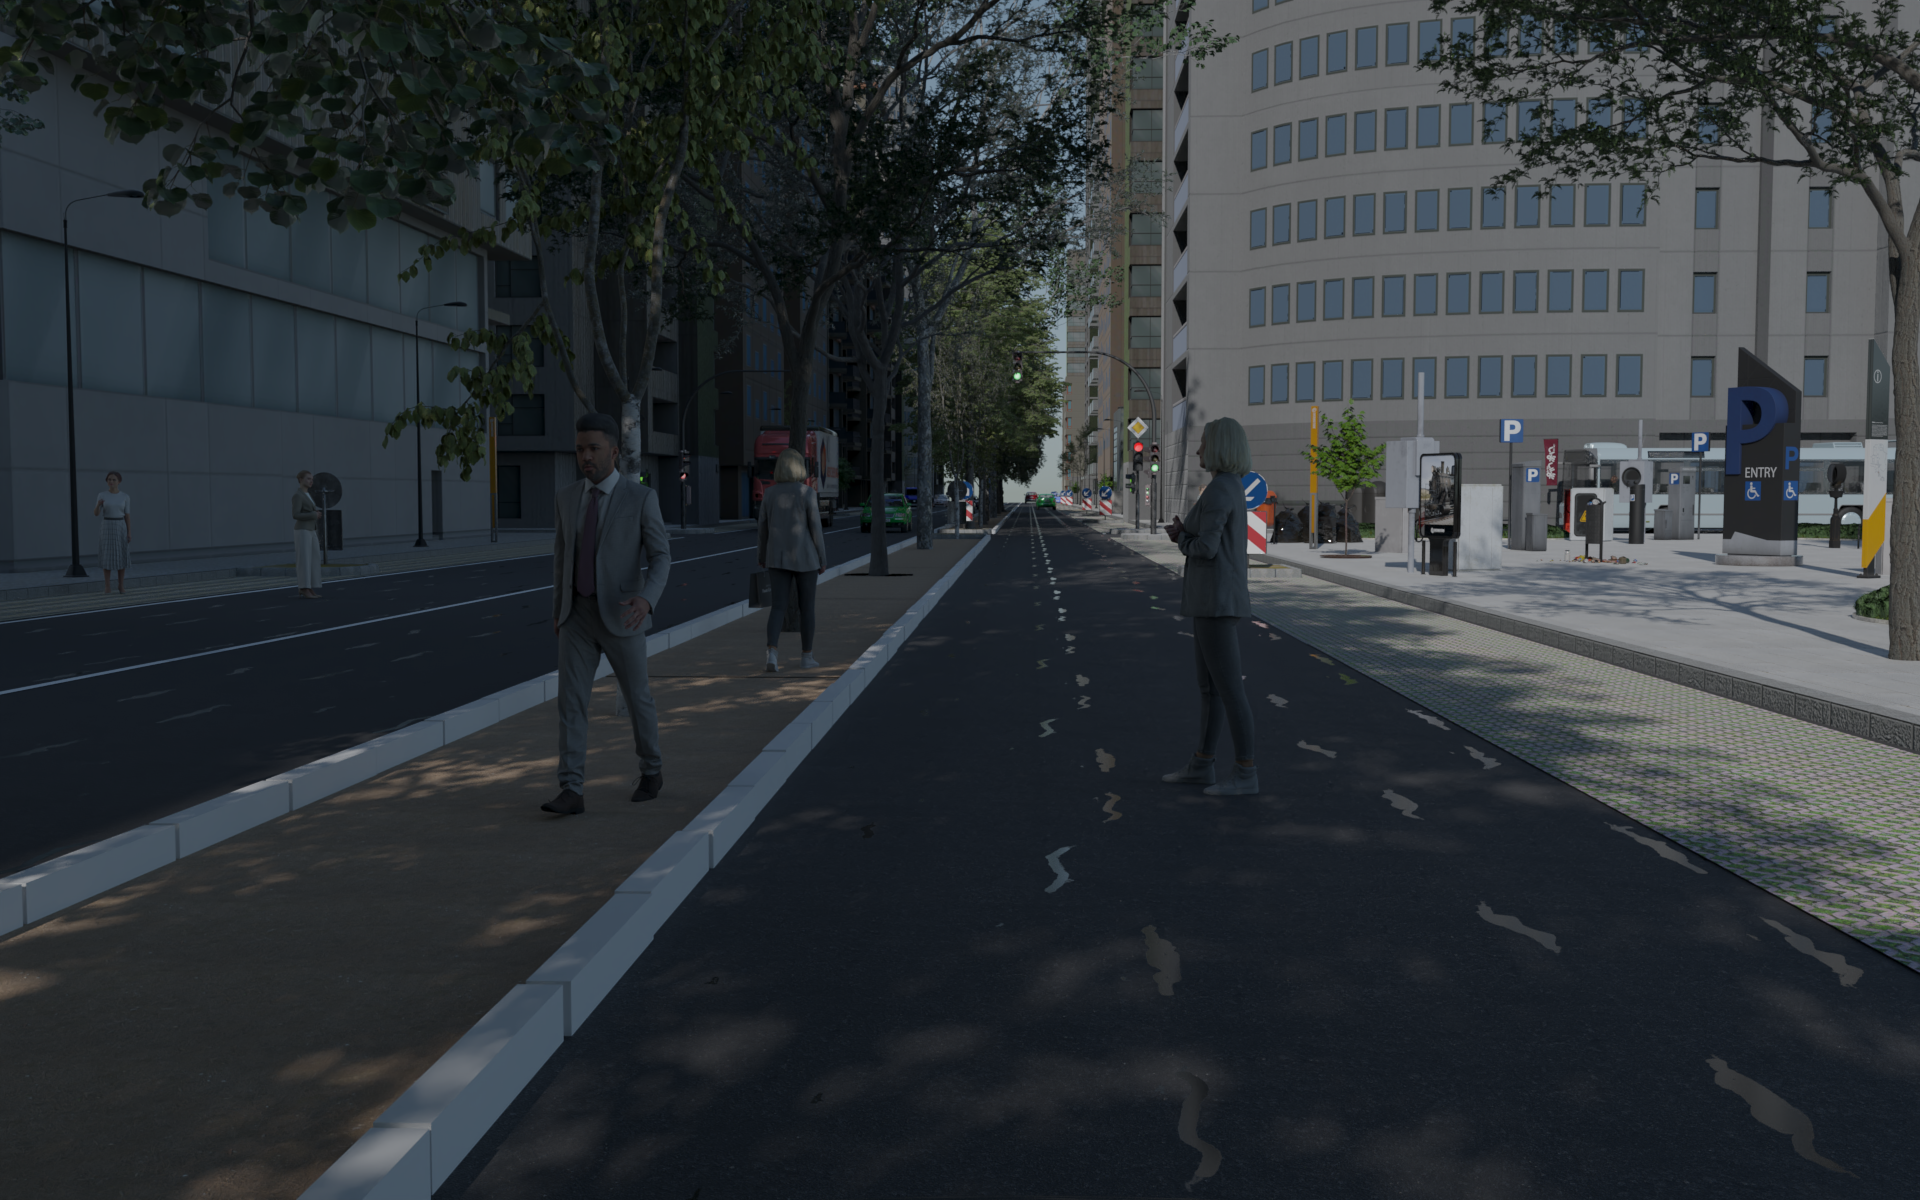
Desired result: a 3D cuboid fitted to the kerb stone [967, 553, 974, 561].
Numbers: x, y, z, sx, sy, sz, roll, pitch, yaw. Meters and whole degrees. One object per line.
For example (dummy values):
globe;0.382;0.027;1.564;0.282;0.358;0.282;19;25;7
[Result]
kerb stone;0.154;-0.835;35.845;0.120;0.150;1.000;0;4;2

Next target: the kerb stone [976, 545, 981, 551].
kerb stone;0.356;-1.148;40.969;0.120;0.150;1.000;0;4;2

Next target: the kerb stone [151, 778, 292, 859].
kerb stone;-3.084;0.915;7.255;0.120;0.150;1.000;0;4;2

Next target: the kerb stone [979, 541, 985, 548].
kerb stone;0.493;-1.336;44.041;0.120;0.150;1.000;0;4;2

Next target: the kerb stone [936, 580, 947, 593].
kerb stone;-0.300;-0.143;24.573;0.120;0.150;1.000;0;4;2

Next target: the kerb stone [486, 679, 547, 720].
kerb stone;-2.929;0.663;11.362;0.120;0.150;1.000;0;4;2

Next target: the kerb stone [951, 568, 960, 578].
kerb stone;-0.130;-0.393;28.682;0.120;0.150;1.000;0;4;2

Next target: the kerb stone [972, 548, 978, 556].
kerb stone;0.281;-1.022;38.912;0.120;0.150;1.000;0;4;2

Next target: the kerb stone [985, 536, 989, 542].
kerb stone;0.686;-1.650;49.166;0.120;0.150;1.000;0;4;2

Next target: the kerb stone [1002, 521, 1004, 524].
kerb stone;1.721;-3.246;75.306;0.120;0.150;1.000;0;4;2

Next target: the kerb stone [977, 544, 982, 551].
kerb stone;0.402;-1.210;41.999;0.120;0.150;1.000;0;4;2

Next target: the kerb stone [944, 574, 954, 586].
kerb stone;-0.210;-0.263;26.619;0.120;0.150;1.000;0;4;2

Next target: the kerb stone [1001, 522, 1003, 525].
kerb stone;1.640;-3.123;73.260;0.120;0.150;1.000;0;4;2

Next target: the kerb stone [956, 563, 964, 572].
kerb stone;-0.050;-0.515;30.725;0.120;0.150;1.000;0;4;2

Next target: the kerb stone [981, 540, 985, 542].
kerb stone;0.523;-1.399;45.063;0.120;0.150;1.000;0;4;2

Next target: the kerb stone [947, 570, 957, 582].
kerb stone;-0.169;-0.333;27.652;0.120;0.150;1.000;0;4;2

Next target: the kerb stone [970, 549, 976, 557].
kerb stone;0.230;-0.960;37.891;0.120;0.150;1.000;0;4;2

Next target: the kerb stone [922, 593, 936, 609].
kerb stone;-0.414;0.043;21.499;0.120;0.150;1.000;0;4;2

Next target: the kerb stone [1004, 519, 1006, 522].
kerb stone;1.969;-3.625;81.459;0.120;0.150;1.000;0;4;2

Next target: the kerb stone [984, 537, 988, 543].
kerb stone;0.645;-1.587;48.137;0.120;0.150;1.000;0;4;2

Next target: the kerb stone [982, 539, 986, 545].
kerb stone;0.560;-1.461;46.085;0.120;0.150;1.000;0;4;2

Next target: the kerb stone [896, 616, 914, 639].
kerb stone;-0.578;0.294;17.387;0.120;0.150;1.000;0;4;2

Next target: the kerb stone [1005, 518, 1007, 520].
kerb stone;2.086;-3.811;84.522;0.120;0.150;1.000;0;4;2

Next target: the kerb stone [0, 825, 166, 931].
kerb stone;-3.125;0.979;6.225;0.120;0.150;1.000;0;4;2

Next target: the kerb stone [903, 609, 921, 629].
kerb stone;-0.538;0.234;18.412;0.120;0.150;1.000;0;4;2

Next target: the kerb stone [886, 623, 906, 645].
kerb stone;-0.626;0.357;16.361;0.120;0.150;1.000;0;4;2

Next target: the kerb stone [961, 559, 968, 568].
kerb stone;0.024;-0.641;32.770;0.120;0.150;1.000;0;4;2

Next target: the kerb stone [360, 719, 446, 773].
kerb stone;-3.005;0.792;9.302;0.120;0.150;1.000;0;4;2

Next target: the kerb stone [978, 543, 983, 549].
kerb stone;0.444;-1.274;43.020;0.120;0.150;1.000;0;4;2

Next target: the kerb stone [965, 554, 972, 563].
kerb stone;0.116;-0.772;34.818;0.120;0.150;1.000;0;4;2

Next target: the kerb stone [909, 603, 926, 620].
kerb stone;-0.505;0.169;19.433;0.120;0.150;1.000;0;4;2

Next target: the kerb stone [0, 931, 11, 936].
kerb stone;-3.164;1.039;5.202;0.120;0.150;1.000;0;4;2

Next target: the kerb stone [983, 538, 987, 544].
kerb stone;0.601;-1.523;47.115;0.120;0.150;1.000;0;4;2

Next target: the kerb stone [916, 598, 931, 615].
kerb stone;-0.459;0.109;20.469;0.120;0.150;1.000;0;4;2

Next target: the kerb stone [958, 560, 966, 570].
kerb stone;-0.010;-0.584;31.747;0.120;0.150;1.000;0;4;2

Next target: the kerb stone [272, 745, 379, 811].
kerb stone;-3.037;0.851;8.279;0.120;0.150;1.000;0;4;2

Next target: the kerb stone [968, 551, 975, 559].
kerb stone;0.195;-0.897;36.869;0.120;0.150;1.000;0;4;2

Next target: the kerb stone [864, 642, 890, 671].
kerb stone;-0.702;0.482;14.310;0.120;0.150;1.000;0;4;2

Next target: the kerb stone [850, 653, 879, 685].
kerb stone;-0.741;0.545;13.287;0.120;0.150;1.000;0;4;2

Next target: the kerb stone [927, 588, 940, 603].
kerb stone;-0.374;-0.020;22.525;0.120;0.150;1.000;0;4;2

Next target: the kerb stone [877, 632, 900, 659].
kerb stone;-0.654;0.422;15.332;0.120;0.150;1.000;0;4;2

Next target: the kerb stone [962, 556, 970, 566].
kerb stone;0.073;-0.710;33.797;0.120;0.150;1.000;0;4;2

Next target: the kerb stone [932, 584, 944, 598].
kerb stone;-0.342;-0.079;23.552;0.120;0.150;1.000;0;4;2

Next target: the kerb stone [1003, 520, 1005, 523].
kerb stone;1.846;-3.437;78.383;0.120;0.150;1.000;0;4;2

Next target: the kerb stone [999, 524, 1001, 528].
kerb stone;1.437;-2.810;68.131;0.120;0.150;1.000;0;4;2

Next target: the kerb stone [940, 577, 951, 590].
kerb stone;-0.260;-0.208;25.597;0.120;0.150;1.000;0;4;2

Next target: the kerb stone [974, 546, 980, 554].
kerb stone;0.318;-1.085;39.943;0.120;0.150;1.000;0;4;2

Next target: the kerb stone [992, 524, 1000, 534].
kerb stone;1.400;-2.747;67.101;0.120;0.150;1.000;0;4;2

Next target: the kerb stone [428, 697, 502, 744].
kerb stone;-2.961;0.726;10.325;0.120;0.150;1.000;0;4;2

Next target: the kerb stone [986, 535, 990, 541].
kerb stone;0.724;-1.712;50.188;0.120;0.150;1.000;0;4;2

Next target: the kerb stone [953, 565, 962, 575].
kerb stone;-0.091;-0.455;29.703;0.120;0.150;1.000;0;4;2
